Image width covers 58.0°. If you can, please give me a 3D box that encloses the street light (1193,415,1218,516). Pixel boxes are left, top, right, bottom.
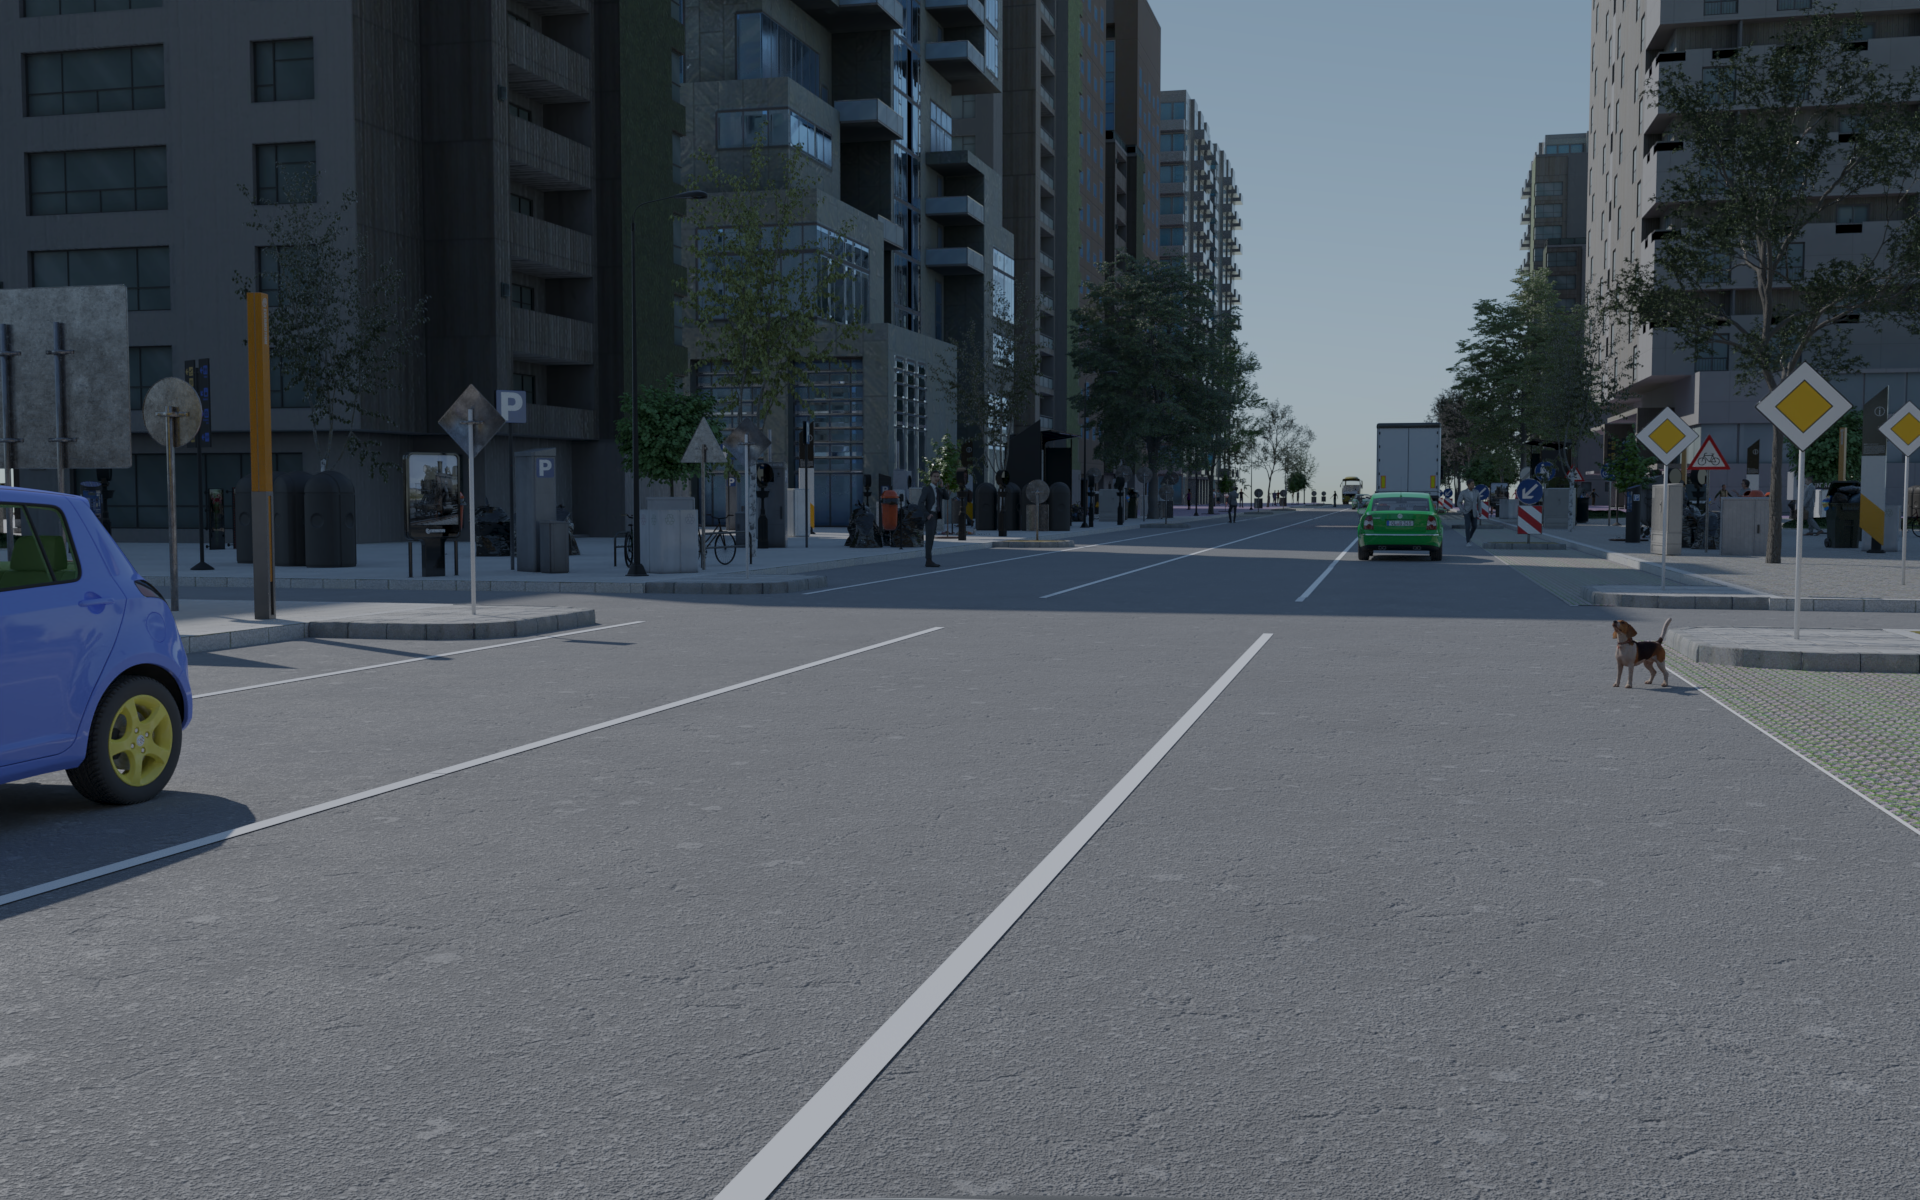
[{"bbox_3d":[14.388,-7.878,101.338,1.470,5.913,1.316,1,4,14],"label":"street light"}]

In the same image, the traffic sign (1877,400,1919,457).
[{"bbox_3d":[13.357,-1.509,24.400,0.795,2.593,0.064,1,4,14],"label":"traffic sign"}]

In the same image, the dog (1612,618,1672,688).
[{"bbox_3d":[5.065,0.392,12.871,0.406,0.507,0.540,1,4,22],"label":"dog"}]

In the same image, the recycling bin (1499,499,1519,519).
[{"bbox_3d":[28.252,-4.680,89.075,0.722,1.027,0.722,-1,4,-21],"label":"recycling bin"}]

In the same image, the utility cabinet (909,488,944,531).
[{"bbox_3d":[-1.138,-3.108,59.494,1.173,1.500,0.318,-1,4,-17],"label":"utility cabinet"}]

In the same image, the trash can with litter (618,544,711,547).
[{"bbox_3d":[-7.243,-1.919,42.438,2.233,1.210,1.678,0,4,-7],"label":"trash can with litter"}]

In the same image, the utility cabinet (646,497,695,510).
[{"bbox_3d":[-6.291,-1.622,37.684,1.020,1.237,0.306,0,4,-4],"label":"utility cabinet"}]

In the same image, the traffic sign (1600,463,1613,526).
[{"bbox_3d":[26.275,-4.276,70.022,0.768,2.556,0.104,1,4,15],"label":"traffic sign"}]

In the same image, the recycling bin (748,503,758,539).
[{"bbox_3d":[-5.650,-2.287,49.943,0.722,1.027,0.722,-2,4,-28],"label":"recycling bin"}]

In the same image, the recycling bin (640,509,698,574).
[{"bbox_3d":[-4.747,-0.960,28.257,0.722,1.027,0.722,-3,4,-39],"label":"recycling bin"}]

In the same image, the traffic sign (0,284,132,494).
[{"bbox_3d":[-9.172,-1.424,17.153,2.265,3.308,0.079,1,4,16],"label":"traffic sign"}]

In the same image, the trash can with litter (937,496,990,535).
[{"bbox_3d":[-0.295,-2.680,54.873,2.233,1.210,1.678,2,4,35],"label":"trash can with litter"}]

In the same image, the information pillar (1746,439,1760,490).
[{"bbox_3d":[33.578,-5.014,73.337,0.504,3.616,0.183,2,4,30],"label":"information pillar"}]

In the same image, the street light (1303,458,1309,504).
[{"bbox_3d":[44.380,-15.148,220.217,1.470,5.913,1.316,1,4,14],"label":"street light"}]

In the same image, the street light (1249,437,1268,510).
[{"bbox_3d":[24.128,-10.247,140.076,1.470,5.913,1.316,1,4,14],"label":"street light"}]

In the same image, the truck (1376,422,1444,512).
[{"bbox_3d":[19.040,-5.165,73.363,2.839,4.237,11.283,1,4,15],"label":"truck"}]

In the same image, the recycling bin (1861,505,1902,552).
[{"bbox_3d":[20.695,-1.611,38.894,0.722,1.027,0.722,2,4,33],"label":"recycling bin"}]

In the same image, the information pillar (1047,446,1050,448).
[{"bbox_3d":[4.448,-5.654,83.801,0.504,3.616,0.183,0,4,-6],"label":"information pillar"}]

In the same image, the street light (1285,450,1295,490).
[{"bbox_3d":[34.594,-12.759,181.152,1.470,5.913,1.316,1,4,14],"label":"street light"}]

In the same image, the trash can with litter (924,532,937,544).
[{"bbox_3d":[-1.896,-2.092,45.263,1.678,1.210,2.233,-2,4,-25],"label":"trash can with litter"}]

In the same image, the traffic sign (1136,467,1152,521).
[{"bbox_3d":[8.603,-4.944,80.937,0.768,2.556,0.104,1,4,14],"label":"traffic sign"}]

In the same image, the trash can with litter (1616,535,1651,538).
[{"bbox_3d":[20.309,-2.406,50.398,2.233,1.210,1.678,1,4,22],"label":"trash can with litter"}]

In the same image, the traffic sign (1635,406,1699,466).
[{"bbox_3d":[9.367,-1.269,22.946,0.795,2.593,0.064,1,4,14],"label":"traffic sign"}]

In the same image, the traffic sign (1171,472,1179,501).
[{"bbox_3d":[12.094,-6.032,98.727,0.768,2.556,0.104,1,4,16],"label":"traffic sign"}]

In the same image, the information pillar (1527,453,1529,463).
[{"bbox_3d":[30.346,-6.221,93.065,0.504,3.616,0.183,-2,4,-29],"label":"information pillar"}]

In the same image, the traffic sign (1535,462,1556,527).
[{"bbox_3d":[22.808,-4.126,67.570,0.768,2.556,0.104,1,4,15],"label":"traffic sign"}]

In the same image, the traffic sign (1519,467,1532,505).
[{"bbox_3d":[26.501,-4.939,80.861,0.768,2.556,0.104,1,4,21],"label":"traffic sign"}]

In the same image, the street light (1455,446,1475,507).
[{"bbox_3d":[38.175,-9.660,130.478,1.470,5.913,1.316,1,4,14],"label":"street light"}]

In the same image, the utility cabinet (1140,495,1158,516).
[{"bbox_3d":[10.951,-5.449,100.245,1.020,1.237,0.306,-1,4,-15],"label":"utility cabinet"}]

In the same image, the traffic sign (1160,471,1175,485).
[{"bbox_3d":[11.622,-5.936,97.055,0.884,2.594,0.081,1,4,18],"label":"traffic sign"}]

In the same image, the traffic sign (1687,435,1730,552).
[{"bbox_3d":[16.393,-2.322,37.976,0.884,2.594,0.081,1,4,14],"label":"traffic sign"}]

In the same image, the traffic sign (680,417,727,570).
[{"bbox_3d":[-4.333,-1.787,29.214,0.884,2.594,0.081,1,4,20],"label":"traffic sign"}]

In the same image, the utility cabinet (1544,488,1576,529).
[{"bbox_3d":[22.068,-3.369,63.762,0.318,1.500,1.173,-2,4,-33],"label":"utility cabinet"}]

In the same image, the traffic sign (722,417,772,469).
[{"bbox_3d":[-3.226,-1.465,26.148,0.795,2.593,0.064,1,4,14],"label":"traffic sign"}]

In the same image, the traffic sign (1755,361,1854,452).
[{"bbox_3d":[7.404,-0.796,15.205,0.795,2.593,0.064,1,4,14],"label":"traffic sign"}]

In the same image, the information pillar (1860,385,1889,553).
[{"bbox_3d":[19.838,-2.827,37.569,0.504,3.616,0.183,3,4,39],"label":"information pillar"}]

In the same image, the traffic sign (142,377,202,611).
[{"bbox_3d":[-8.609,-1.150,18.915,0.768,2.556,0.104,1,4,16],"label":"traffic sign"}]

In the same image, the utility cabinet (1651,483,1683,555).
[{"bbox_3d":[14.888,-1.703,36.523,0.318,1.500,1.173,0,4,6],"label":"utility cabinet"}]

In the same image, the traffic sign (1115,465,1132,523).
[{"bbox_3d":[7.265,-4.702,76.983,0.768,2.556,0.104,1,4,19],"label":"traffic sign"}]

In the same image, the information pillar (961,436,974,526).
[{"bbox_3d":[0.293,-4.805,69.922,0.504,3.616,0.183,0,4,-1],"label":"information pillar"}]

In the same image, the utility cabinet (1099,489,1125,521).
[{"bbox_3d":[7.014,-4.362,79.999,1.173,1.500,0.318,1,4,20],"label":"utility cabinet"}]

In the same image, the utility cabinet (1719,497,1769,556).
[{"bbox_3d":[16.495,-1.536,36.282,1.020,1.237,0.306,1,4,15],"label":"utility cabinet"}]

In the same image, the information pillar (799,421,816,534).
[{"bbox_3d":[-4.880,-3.906,55.225,0.504,3.616,0.183,-1,4,-18],"label":"information pillar"}]

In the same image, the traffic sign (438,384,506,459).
[{"bbox_3d":[-5.188,-0.992,18.407,0.795,2.593,0.064,1,4,14],"label":"traffic sign"}]

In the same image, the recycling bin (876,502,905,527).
[{"bbox_3d":[-2.346,-2.810,58.498,0.722,1.027,0.722,-3,4,-37],"label":"recycling bin"}]

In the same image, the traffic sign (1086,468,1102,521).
[{"bbox_3d":[6.439,-5.098,83.464,0.768,2.556,0.104,1,4,17],"label":"traffic sign"}]

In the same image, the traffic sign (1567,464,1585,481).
[{"bbox_3d":[25.687,-4.437,72.554,0.884,2.594,0.081,1,4,21],"label":"traffic sign"}]
